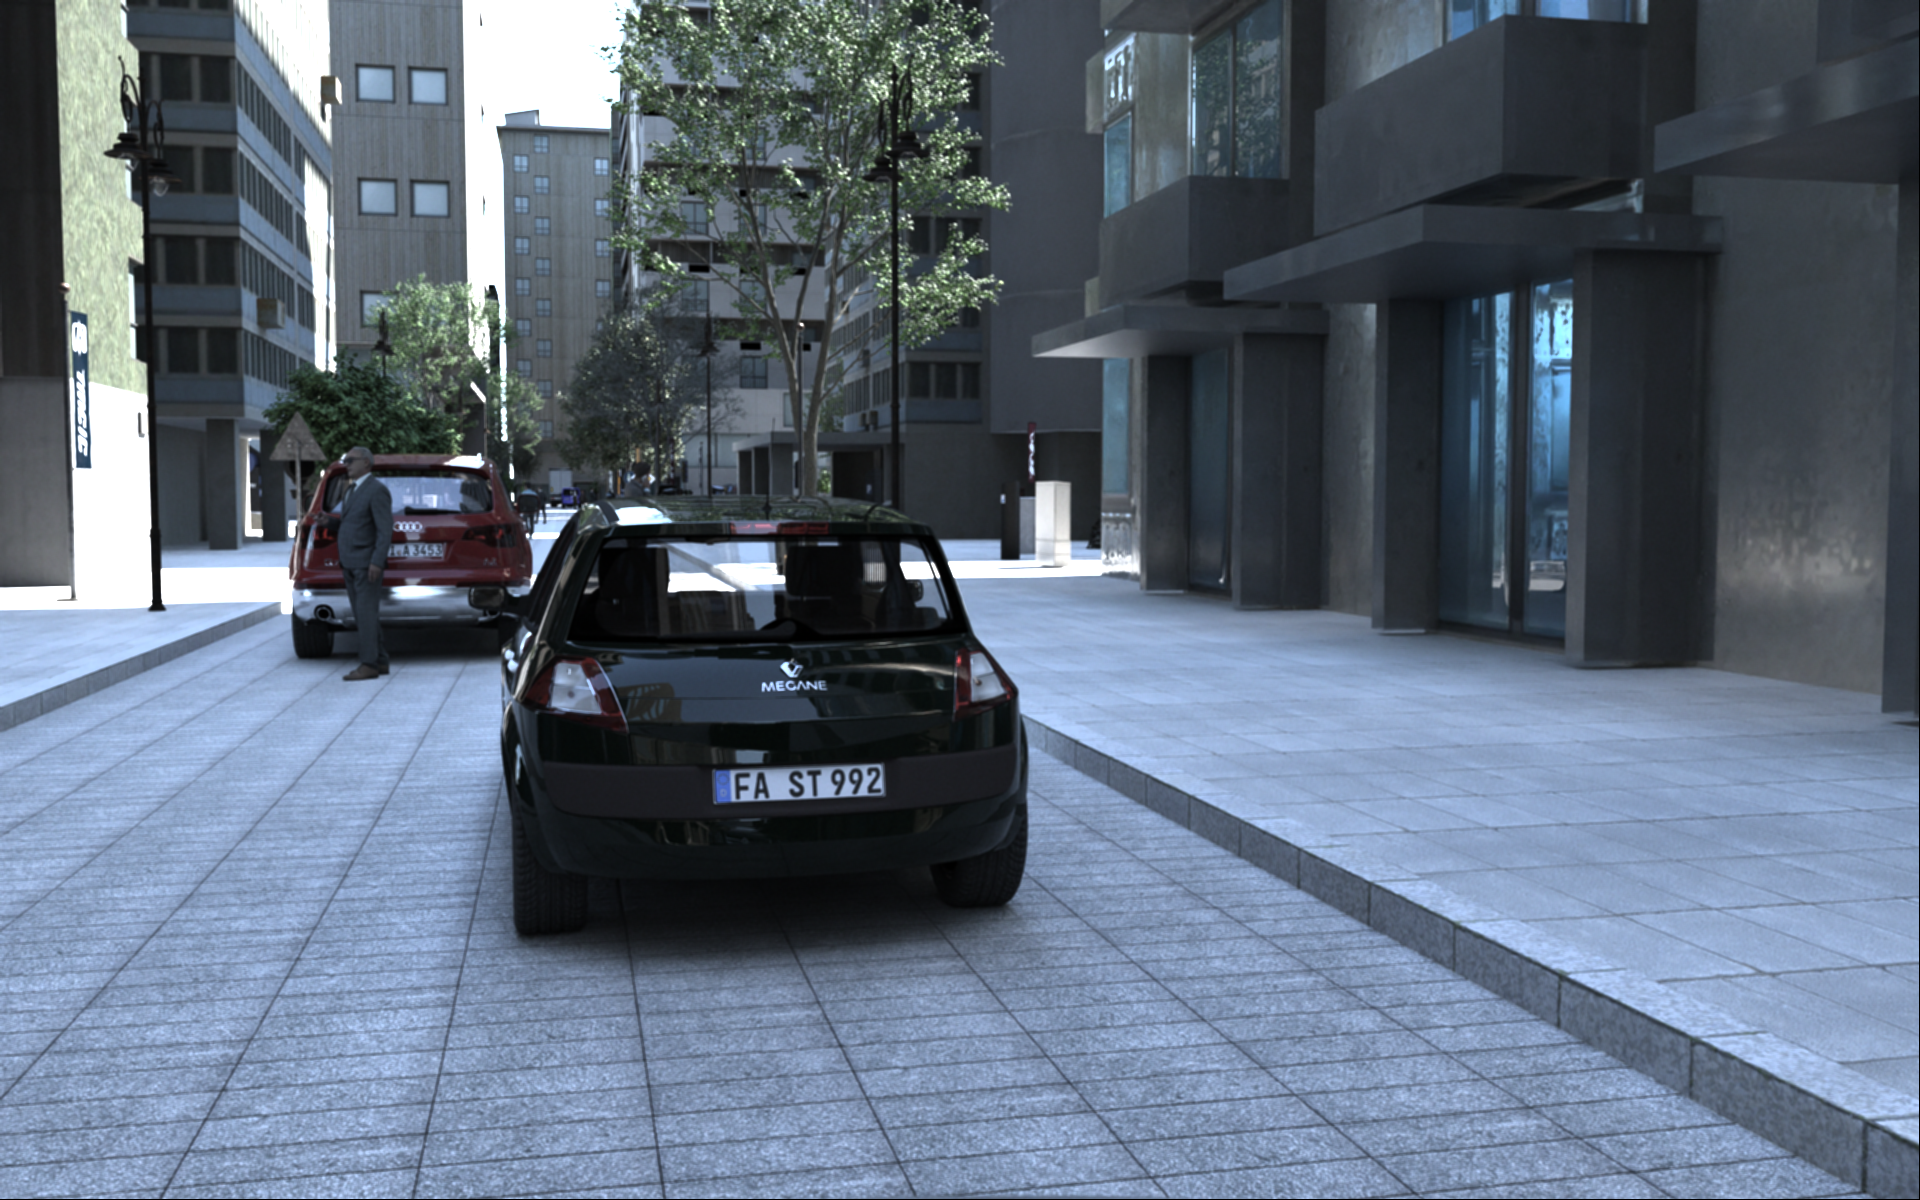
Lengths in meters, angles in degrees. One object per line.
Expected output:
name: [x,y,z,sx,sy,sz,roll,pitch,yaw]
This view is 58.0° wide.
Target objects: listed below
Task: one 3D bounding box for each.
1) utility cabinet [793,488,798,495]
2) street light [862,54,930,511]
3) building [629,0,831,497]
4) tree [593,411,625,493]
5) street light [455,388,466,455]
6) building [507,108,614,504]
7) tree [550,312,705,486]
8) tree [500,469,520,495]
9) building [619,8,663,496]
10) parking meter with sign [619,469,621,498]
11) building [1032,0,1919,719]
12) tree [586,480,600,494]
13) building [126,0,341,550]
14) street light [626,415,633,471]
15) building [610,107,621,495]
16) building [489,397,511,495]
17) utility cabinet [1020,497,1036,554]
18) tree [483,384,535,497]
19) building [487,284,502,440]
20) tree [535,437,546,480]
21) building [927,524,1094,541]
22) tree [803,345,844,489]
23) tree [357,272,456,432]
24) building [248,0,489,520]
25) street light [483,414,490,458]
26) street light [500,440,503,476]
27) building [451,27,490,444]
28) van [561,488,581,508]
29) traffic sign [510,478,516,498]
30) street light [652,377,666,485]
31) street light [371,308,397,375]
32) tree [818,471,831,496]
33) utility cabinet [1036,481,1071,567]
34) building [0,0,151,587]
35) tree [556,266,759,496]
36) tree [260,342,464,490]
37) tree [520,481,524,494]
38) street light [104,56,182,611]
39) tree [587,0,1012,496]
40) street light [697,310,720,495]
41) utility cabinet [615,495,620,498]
utility cabinet: [-6.710,-3.625,67.949,1.173,1.500,0.318,-1,4,-17]
street light: [-0.705,-2.814,18.803,0.468,5.910,1.993,-1,4,-13]
building: [-11.500,-33.373,134.880,28.713,52.752,27.495,-1,4,-13]
tree: [-30.778,-12.381,152.790,4.360,8.622,3.978,0,3,0]
street light: [-21.798,-6.294,75.692,0.468,5.910,1.993,-1,4,-13]
building: [-51.053,-40.202,246.541,27.495,52.752,28.713,-1,4,-13]
tree: [-20.718,-11.670,107.817,9.611,12.733,9.660,0,3,0]
tree: [-35.448,-8.574,134.781,1.663,3.219,1.824,0,3,0]
building: [-22.072,-33.405,169.876,21.300,48.544,21.600,-1,4,-13]
parking meter with sign: [-23.332,-7.549,119.691,0.543,3.016,1.738,-1,4,-8]
building: [14.336,-24.200,15.273,23.786,49.044,30.456,-1,4,-13]
tree: [-44.549,-13.276,211.666,1.663,3.219,1.824,0,3,0]
building: [-29.568,-21.602,45.070,23.993,40.220,32.217,-1,4,-13]
street light: [-18.941,-7.721,99.022,0.468,5.910,1.993,-1,4,-13]
building: [-30.415,-30.779,186.834,14.154,41.232,14.086,-1,4,-13]
building: [-69.825,-54.508,203.884,31.000,86.520,22.319,-1,4,-13]
utility cabinet: [1.438,-1.586,37.100,1.020,1.237,0.306,-1,4,-13]
tree: [-31.324,-10.184,116.873,4.360,8.622,3.978,0,3,0]
building: [-69.928,-28.426,236.464,14.107,30.474,14.160,-1,4,-13]
tree: [-44.304,-13.677,173.974,4.360,8.622,3.978,0,3,0]
building: [9.276,-22.236,55.436,32.217,40.220,23.993,-1,4,-13]
tree: [-5.548,-8.083,82.527,4.737,8.622,4.395,0,3,0]
tree: [-24.095,-9.456,80.353,9.928,11.665,9.643,0,3,0]
building: [-40.057,-30.853,93.688,28.713,52.752,27.495,-1,4,-13]
street light: [-27.302,-7.780,99.993,0.468,5.910,1.993,-1,4,-13]
street light: [-33.054,-9.306,124.944,0.468,5.910,1.993,-1,4,-13]
building: [-41.268,-26.890,123.240,14.154,41.232,14.086,-1,4,-13]
van: [-39.040,-10.377,174.041,2.240,2.365,5.245,-1,4,-11]
traffic sign: [-35.458,-8.362,136.822,0.768,2.556,0.104,-1,4,-10]
street light: [-11.883,-5.849,68.411,0.468,5.910,1.993,-1,4,-13]
street light: [-14.321,-4.305,43.182,0.468,5.910,1.993,-1,4,-13]
tree: [-9.236,-7.654,119.751,1.663,3.219,1.824,0,3,0]
utility cabinet: [1.638,-1.327,30.372,0.318,1.500,1.173,-1,4,-13]
building: [-18.649,-15.153,19.448,14.160,30.474,14.107,-1,4,-13]
tree: [-15.712,-10.990,90.054,12.009,13.543,11.850,0,3,0]
tree: [-13.384,-3.303,37.713,4.285,4.588,4.351,0,3,0]
tree: [-47.947,-11.669,185.393,1.663,3.219,1.824,0,3,0]
street light: [-8.833,-2.819,18.878,0.468,5.910,1.993,-1,4,-13]
tree: [-2.895,-6.505,32.120,9.928,11.665,9.643,0,3,0]
street light: [-6.306,-4.326,43.520,0.468,5.910,1.993,-1,4,-13]
utility cabinet: [-27.735,-7.854,139.568,1.020,1.237,0.306,-3,4,-39]
